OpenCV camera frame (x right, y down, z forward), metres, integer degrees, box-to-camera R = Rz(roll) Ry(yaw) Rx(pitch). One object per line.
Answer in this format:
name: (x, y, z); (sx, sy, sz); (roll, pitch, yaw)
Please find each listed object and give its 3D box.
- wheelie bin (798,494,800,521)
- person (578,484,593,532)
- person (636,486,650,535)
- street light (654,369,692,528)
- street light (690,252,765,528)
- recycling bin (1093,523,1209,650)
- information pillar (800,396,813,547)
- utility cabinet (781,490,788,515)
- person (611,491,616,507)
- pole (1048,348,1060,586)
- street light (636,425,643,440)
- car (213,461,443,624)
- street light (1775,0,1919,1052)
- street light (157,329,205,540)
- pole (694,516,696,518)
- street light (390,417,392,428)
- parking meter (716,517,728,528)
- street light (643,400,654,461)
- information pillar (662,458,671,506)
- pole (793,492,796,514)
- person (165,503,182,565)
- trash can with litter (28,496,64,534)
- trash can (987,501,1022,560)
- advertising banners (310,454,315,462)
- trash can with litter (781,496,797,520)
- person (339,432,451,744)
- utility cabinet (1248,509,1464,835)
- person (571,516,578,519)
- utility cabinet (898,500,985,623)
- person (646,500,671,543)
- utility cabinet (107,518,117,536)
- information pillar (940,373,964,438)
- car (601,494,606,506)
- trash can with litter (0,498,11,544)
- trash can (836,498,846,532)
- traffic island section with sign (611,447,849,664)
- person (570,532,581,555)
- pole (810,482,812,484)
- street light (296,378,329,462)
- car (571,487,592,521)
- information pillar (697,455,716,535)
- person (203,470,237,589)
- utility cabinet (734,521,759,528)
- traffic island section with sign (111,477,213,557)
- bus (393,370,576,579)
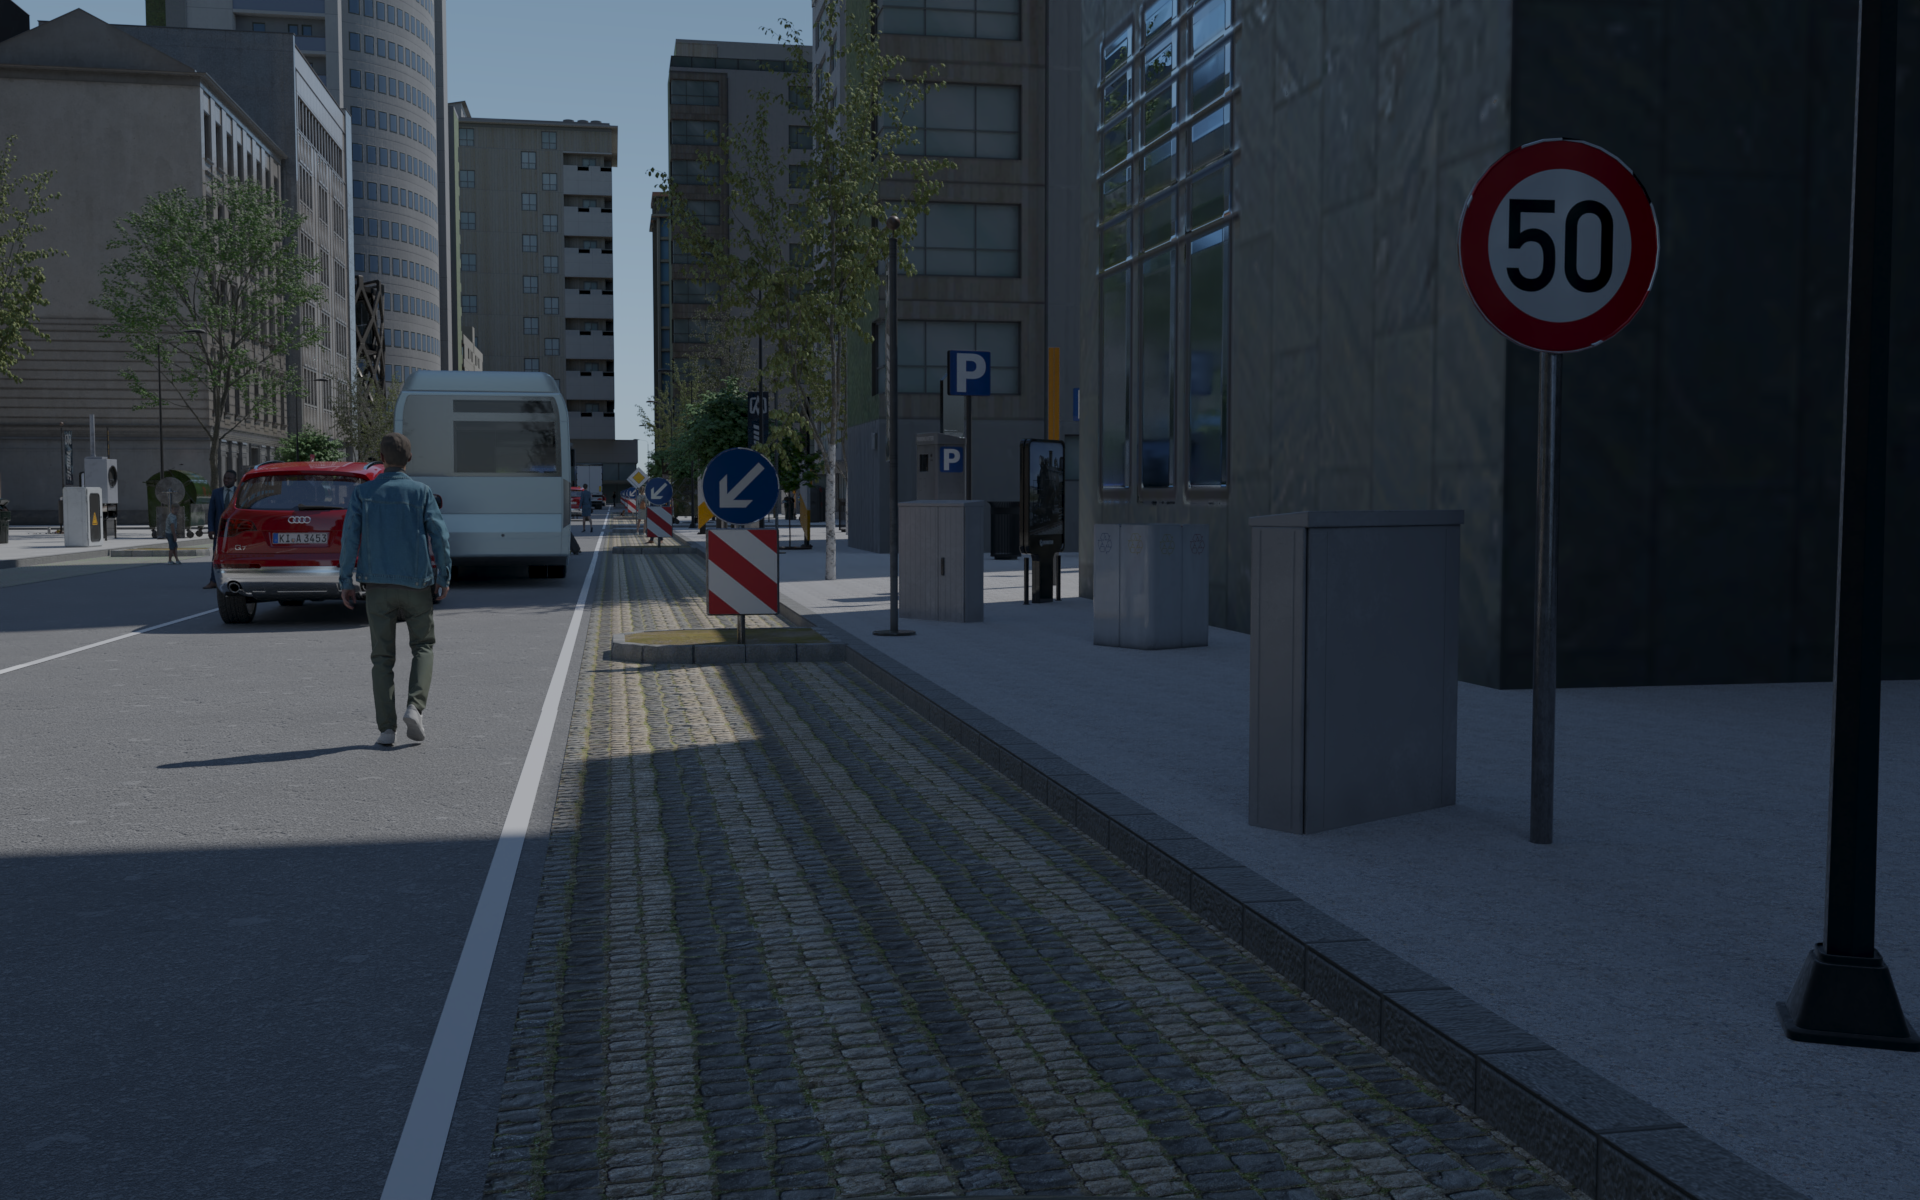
wheelie bin: (-7.222, -4.550, 82.295); (0.693, 1.594, 0.980); (3, 5, 44)
person: (-13.963, -3.436, 64.695); (0.581, 1.822, 0.654); (-2, 4, -34)
person: (-10.935, -3.071, 59.716); (0.512, 1.701, 0.522); (-1, 4, -11)
street light: (-10.518, -5.623, 64.479); (1.470, 5.913, 1.316); (-1, 4, -11)
street light: (-4.399, -3.732, 33.556); (1.470, 5.913, 1.316); (-1, 4, -11)
recycling bin: (1.616, -0.128, 14.653); (0.722, 1.027, 0.722); (-3, 4, -38)
information pillar: (-3.738, -3.087, 41.822); (0.183, 3.616, 0.504); (-2, 4, -26)
utility cabinet: (-10.597, -5.913, 105.358); (0.318, 1.500, 1.173); (0, 4, 5)
person: (-38.418, -11.175, 192.029); (0.721, 1.723, 1.217); (1, 4, 12)
pole: (1.311, -1.860, 24.249); (0.158, 3.312, 0.155); (0, 3, 0)
street light: (-20.805, -8.784, 116.160); (1.470, 5.913, 1.316); (-1, 4, -11)
car: (-7.469, -0.744, 20.833); (2.281, 1.827, 5.304); (-1, 4, -11)
street light: (1.590, -1.916, 3.870); (1.470, 5.913, 1.316); (-1, 4, -11)
street light: (-21.949, -4.666, 48.836); (1.470, 5.913, 1.316); (-1, 4, -11)
pole: (-13.281, -5.701, 87.051); (0.158, 3.312, 0.155); (0, 3, 0)
street light: (-32.046, -7.757, 99.365); (1.470, 5.913, 1.316); (-1, 4, -11)
parking meter: (-7.769, -2.938, 56.446); (0.372, 1.533, 0.369); (0, 3, 0)
street light: (-14.860, -6.943, 86.058); (1.470, 5.913, 1.316); (-1, 4, -11)
information pillar: (-16.511, -6.489, 97.448); (0.504, 3.616, 0.183); (1, 4, 10)
pole: (-10.502, -7.088, 109.735); (0.158, 3.312, 0.155); (0, 3, 0)
person: (-15.996, -1.348, 35.224); (0.352, 1.250, 0.332); (1, 4, 11)
trash can with litter: (-28.758, -2.723, 55.576); (1.678, 1.210, 2.233); (-3, 5, -44)
trash can: (0.898, -1.359, 33.868); (0.748, 1.137, 0.748); (0, 3, 0)
advertising banners: (-28.303, -4.817, 74.944); (0.090, 3.025, 2.074); (0, 4, 2)
trash can with litter: (-8.450, -4.554, 85.848); (0.624, 1.170, 1.055); (1, 4, 9)
person: (-3.217, -0.064, 9.888); (0.601, 1.785, 0.444); (-1, 4, -14)
utility cabinet: (1.582, 0.260, 6.914); (1.020, 1.237, 0.306); (-3, 5, -41)
person: (-22.168, -5.574, 99.842); (0.606, 1.804, 0.583); (-3, 5, -40)
utility cabinet: (-0.204, -0.398, 17.670); (0.306, 1.237, 1.020); (-3, 5, -42)
person: (-8.718, -2.529, 50.039); (0.721, 1.800, 0.419); (0, 4, 6)
utility cabinet: (-26.164, -2.670, 52.327); (1.173, 1.500, 0.318); (-1, 4, -19)
information pillar: (-0.124, -2.341, 29.632); (0.504, 3.616, 0.183); (-3, 5, -41)
car: (-43.089, -12.024, 205.259); (2.281, 1.827, 5.304); (-1, 4, -10)
trash can with litter: (-24.944, -2.026, 44.509); (1.055, 1.170, 0.624); (1, 4, 20)
trash can: (-3.785, -2.857, 58.359); (0.748, 1.137, 0.748); (0, 3, 0)
traffic island section with sign: (-2.113, -0.419, 15.472); (1.989, 1.847, 2.006); (-1, 4, -11)
person: (-9.636, -1.946, 40.528); (1.509, 1.804, 0.699); (-2, 4, -23)
pole: (-7.616, -5.789, 88.498); (0.158, 3.312, 0.155); (0, 3, 0)
street light: (-26.032, -5.934, 69.557); (1.470, 5.913, 1.316); (-1, 4, -11)
car: (-20.959, -5.172, 93.232); (2.281, 1.827, 5.304); (-1, 4, -13)
information pillar: (-8.095, -3.889, 54.947); (0.504, 3.616, 0.183); (-1, 4, -18)
person: (-11.167, -1.082, 26.378); (0.721, 1.800, 0.419); (-2, 4, -23)
utility cabinet: (-6.746, -2.810, 54.626); (0.318, 1.500, 1.173); (-3, 4, -36)
traffic island section with sign: (-18.404, -1.931, 40.208); (1.989, 1.847, 2.006); (-1, 4, -11)
bus: (-8.635, -2.295, 32.377); (2.948, 3.499, 13.247); (-1, 4, -13)
